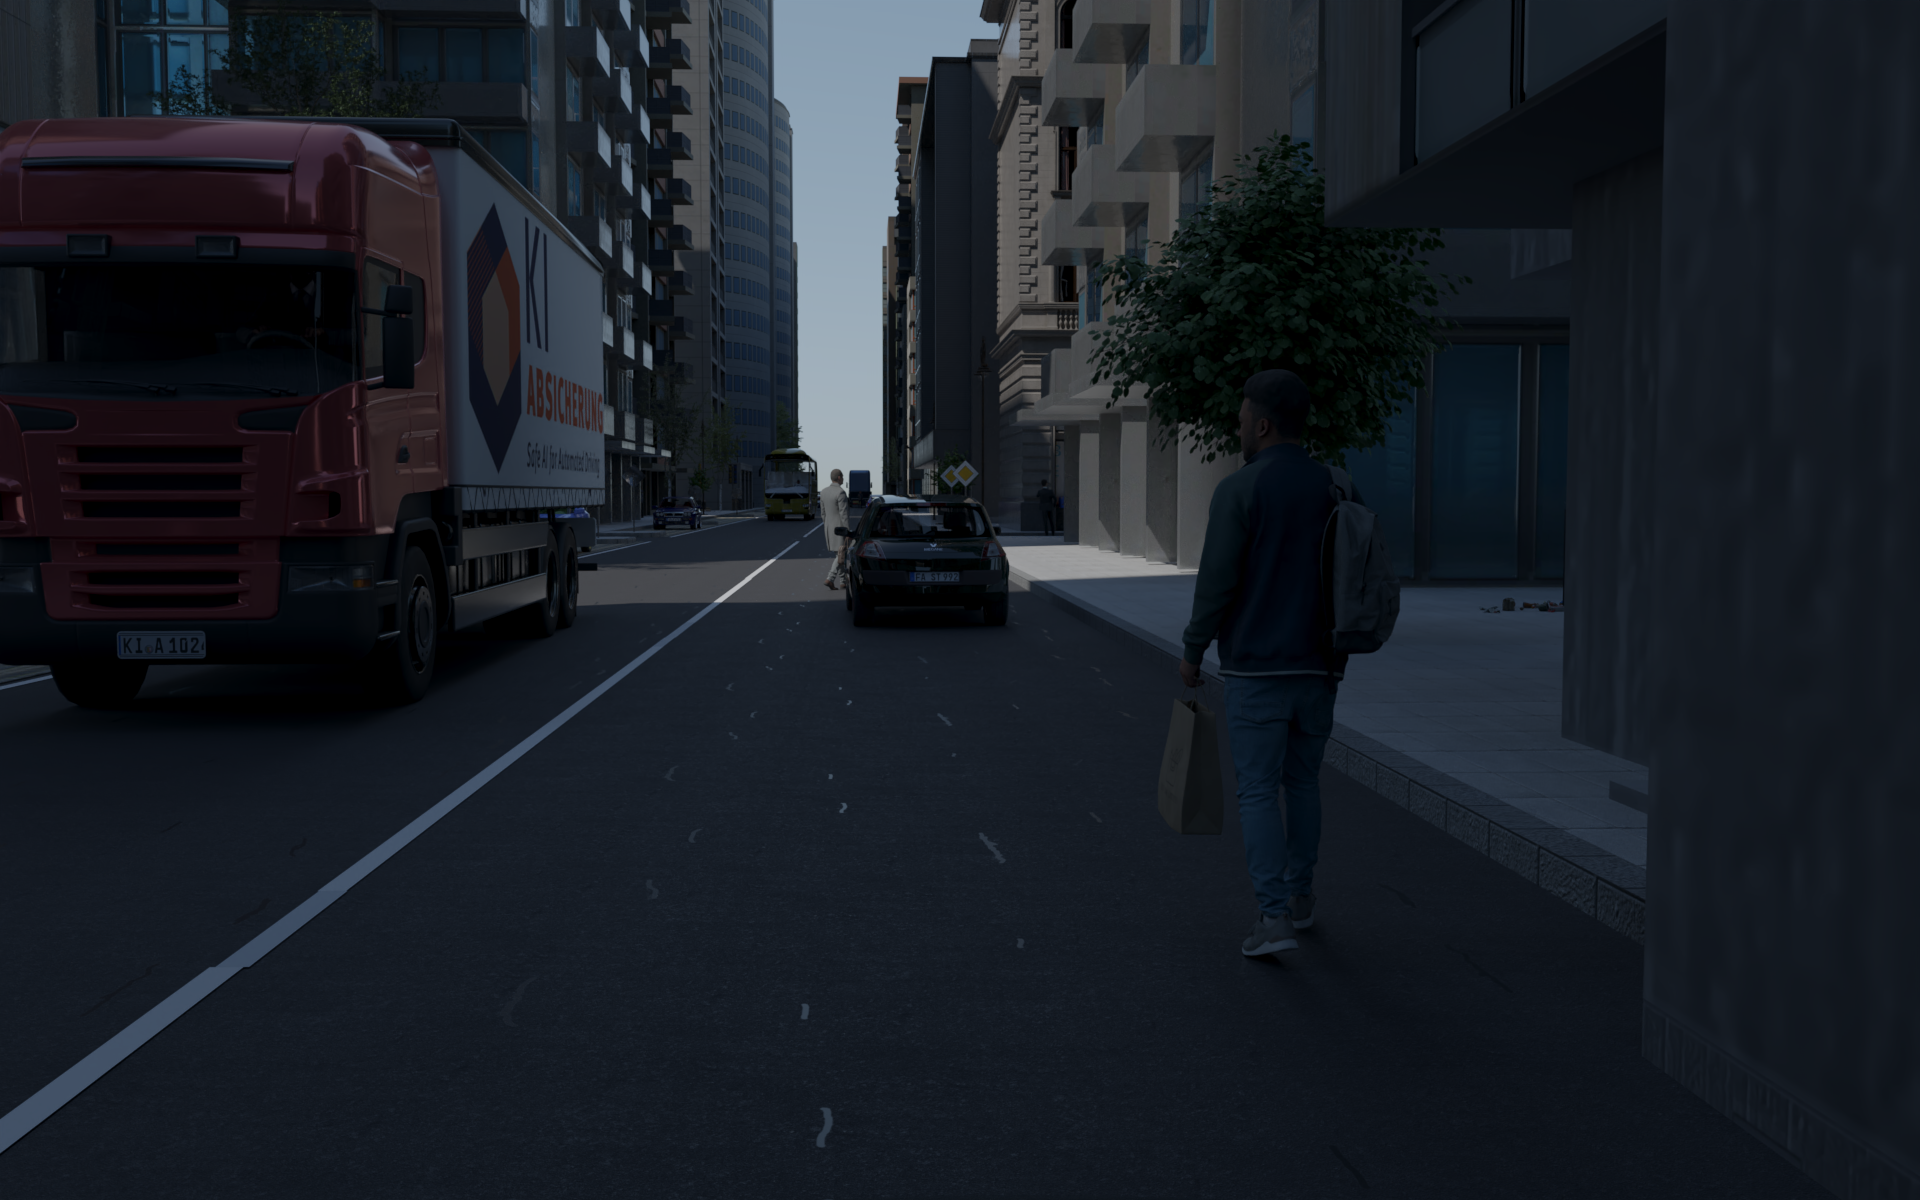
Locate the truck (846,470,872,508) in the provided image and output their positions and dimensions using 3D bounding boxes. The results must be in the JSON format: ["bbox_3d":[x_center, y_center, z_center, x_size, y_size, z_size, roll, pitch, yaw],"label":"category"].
[{"bbox_3d":[-10.700,-12.101,187.609,2.967,4.110,18.799,0,4,-5],"label":"truck"}]

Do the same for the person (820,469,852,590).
[{"bbox_3d":[-1.797,-1.064,26.002,0.767,1.812,0.694,-3,5,-40],"label":"person"}]

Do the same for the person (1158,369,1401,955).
[{"bbox_3d":[0.962,0.184,5.482,0.794,1.824,0.713,0,4,-2],"label":"person"}]

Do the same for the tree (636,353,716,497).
[{"bbox_3d":[-15.099,-8.615,91.219,4.360,8.622,3.978,0,3,0],"label":"tree"}]

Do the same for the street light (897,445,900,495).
[{"bbox_3d":[-5.720,-11.553,161.676,0.468,5.910,1.993,0,4,-3],"label":"street light"}]

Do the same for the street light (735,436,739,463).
[{"bbox_3d":[-17.390,-9.942,135.343,0.468,5.910,1.993,0,4,-3],"label":"street light"}]

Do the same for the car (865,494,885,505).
[{"bbox_3d":[-5.795,-6.819,123.500,2.014,1.417,4.499,0,4,-3],"label":"car"}]

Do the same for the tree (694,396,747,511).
[{"bbox_3d":[-17.778,-10.885,128.325,4.737,8.622,4.395,0,3,0],"label":"tree"}]

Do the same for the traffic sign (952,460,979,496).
[{"bbox_3d":[0.163,-2.904,51.125,0.795,2.450,0.064,0,4,-3],"label":"traffic sign"}]

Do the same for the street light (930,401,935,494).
[{"bbox_3d":[-1.276,-6.908,85.728,0.468,5.910,1.993,0,4,-3],"label":"street light"}]

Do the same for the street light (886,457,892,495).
[{"bbox_3d":[-8.409,-14.514,210.097,0.468,5.910,1.993,0,4,-3],"label":"street light"}]

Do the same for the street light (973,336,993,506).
[{"bbox_3d":[0.671,-4.764,50.685,0.468,5.910,1.993,0,4,-3],"label":"street light"}]

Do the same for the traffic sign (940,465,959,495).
[{"bbox_3d":[-0.291,-3.392,59.097,0.795,2.450,0.064,0,4,-3],"label":"traffic sign"}]

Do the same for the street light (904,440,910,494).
[{"bbox_3d":[-4.089,-9.845,133.761,0.468,5.910,1.993,0,4,-3],"label":"street light"}]

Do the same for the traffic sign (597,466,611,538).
[{"bbox_3d":[-10.566,-2.868,50.537,0.795,2.450,0.064,0,4,-3],"label":"traffic sign"}]

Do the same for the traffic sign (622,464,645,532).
[{"bbox_3d":[-11.019,-3.356,58.509,0.795,2.450,0.064,0,4,-3],"label":"traffic sign"}]

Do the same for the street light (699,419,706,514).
[{"bbox_3d":[-15.850,-8.200,106.854,0.468,5.910,1.993,0,4,-3],"label":"street light"}]

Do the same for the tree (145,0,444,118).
[{"bbox_3d":[-12.494,-5.996,32.444,8.767,10.594,7.601,1,4,15],"label":"tree"}]

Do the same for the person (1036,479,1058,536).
[{"bbox_3d":[2.720,-2.857,54.575,0.648,1.900,0.474,-1,4,-18],"label":"person"}]

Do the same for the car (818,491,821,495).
[{"bbox_3d":[-16.295,-12.118,206.794,2.281,1.827,5.304,0,4,-4],"label":"car"}]

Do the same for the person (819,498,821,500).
[{"bbox_3d":[-11.343,-8.454,146.817,1.348,1.812,0.705,2,4,25],"label":"person"}]

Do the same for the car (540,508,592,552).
[{"bbox_3d":[-9.845,-1.936,41.247,1.945,1.707,3.694,0,4,-3],"label":"car"}]

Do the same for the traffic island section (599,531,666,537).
[{"bbox_3d":[-11.042,-2.219,58.569,2.009,0.180,2.903,0,4,-3],"label":"traffic island section"}]

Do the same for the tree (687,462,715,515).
[{"bbox_3d":[-15.648,-6.739,104.792,1.663,3.219,1.824,0,3,0],"label":"tree"}]

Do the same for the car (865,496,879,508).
[{"bbox_3d":[-5.164,-6.078,111.958,1.945,1.354,3.894,0,4,-1],"label":"car"}]

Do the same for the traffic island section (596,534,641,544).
[{"bbox_3d":[-10.589,-1.732,50.597,2.009,0.180,2.903,0,4,-3],"label":"traffic island section"}]

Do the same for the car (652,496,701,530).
[{"bbox_3d":[-11.472,-3.533,70.337,1.945,1.354,3.894,0,4,-4],"label":"car"}]

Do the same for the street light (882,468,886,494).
[{"bbox_3d":[-10.371,-16.572,243.732,0.468,5.910,1.993,0,4,-3],"label":"street light"}]

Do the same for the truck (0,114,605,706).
[{"bbox_3d":[-5.103,-1.607,15.183,2.839,4.237,11.283,0,4,-4],"label":"truck"}]

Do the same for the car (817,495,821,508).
[{"bbox_3d":[-12.761,-8.570,152.694,1.945,1.354,3.894,0,4,-4],"label":"car"}]

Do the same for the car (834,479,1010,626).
[{"bbox_3d":[-0.455,-0.640,20.252,2.009,1.686,4.222,0,4,-5],"label":"car"}]

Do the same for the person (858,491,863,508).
[{"bbox_3d":[-9.930,-10.057,173.454,0.617,1.759,0.750,-1,4,-20],"label":"person"}]
